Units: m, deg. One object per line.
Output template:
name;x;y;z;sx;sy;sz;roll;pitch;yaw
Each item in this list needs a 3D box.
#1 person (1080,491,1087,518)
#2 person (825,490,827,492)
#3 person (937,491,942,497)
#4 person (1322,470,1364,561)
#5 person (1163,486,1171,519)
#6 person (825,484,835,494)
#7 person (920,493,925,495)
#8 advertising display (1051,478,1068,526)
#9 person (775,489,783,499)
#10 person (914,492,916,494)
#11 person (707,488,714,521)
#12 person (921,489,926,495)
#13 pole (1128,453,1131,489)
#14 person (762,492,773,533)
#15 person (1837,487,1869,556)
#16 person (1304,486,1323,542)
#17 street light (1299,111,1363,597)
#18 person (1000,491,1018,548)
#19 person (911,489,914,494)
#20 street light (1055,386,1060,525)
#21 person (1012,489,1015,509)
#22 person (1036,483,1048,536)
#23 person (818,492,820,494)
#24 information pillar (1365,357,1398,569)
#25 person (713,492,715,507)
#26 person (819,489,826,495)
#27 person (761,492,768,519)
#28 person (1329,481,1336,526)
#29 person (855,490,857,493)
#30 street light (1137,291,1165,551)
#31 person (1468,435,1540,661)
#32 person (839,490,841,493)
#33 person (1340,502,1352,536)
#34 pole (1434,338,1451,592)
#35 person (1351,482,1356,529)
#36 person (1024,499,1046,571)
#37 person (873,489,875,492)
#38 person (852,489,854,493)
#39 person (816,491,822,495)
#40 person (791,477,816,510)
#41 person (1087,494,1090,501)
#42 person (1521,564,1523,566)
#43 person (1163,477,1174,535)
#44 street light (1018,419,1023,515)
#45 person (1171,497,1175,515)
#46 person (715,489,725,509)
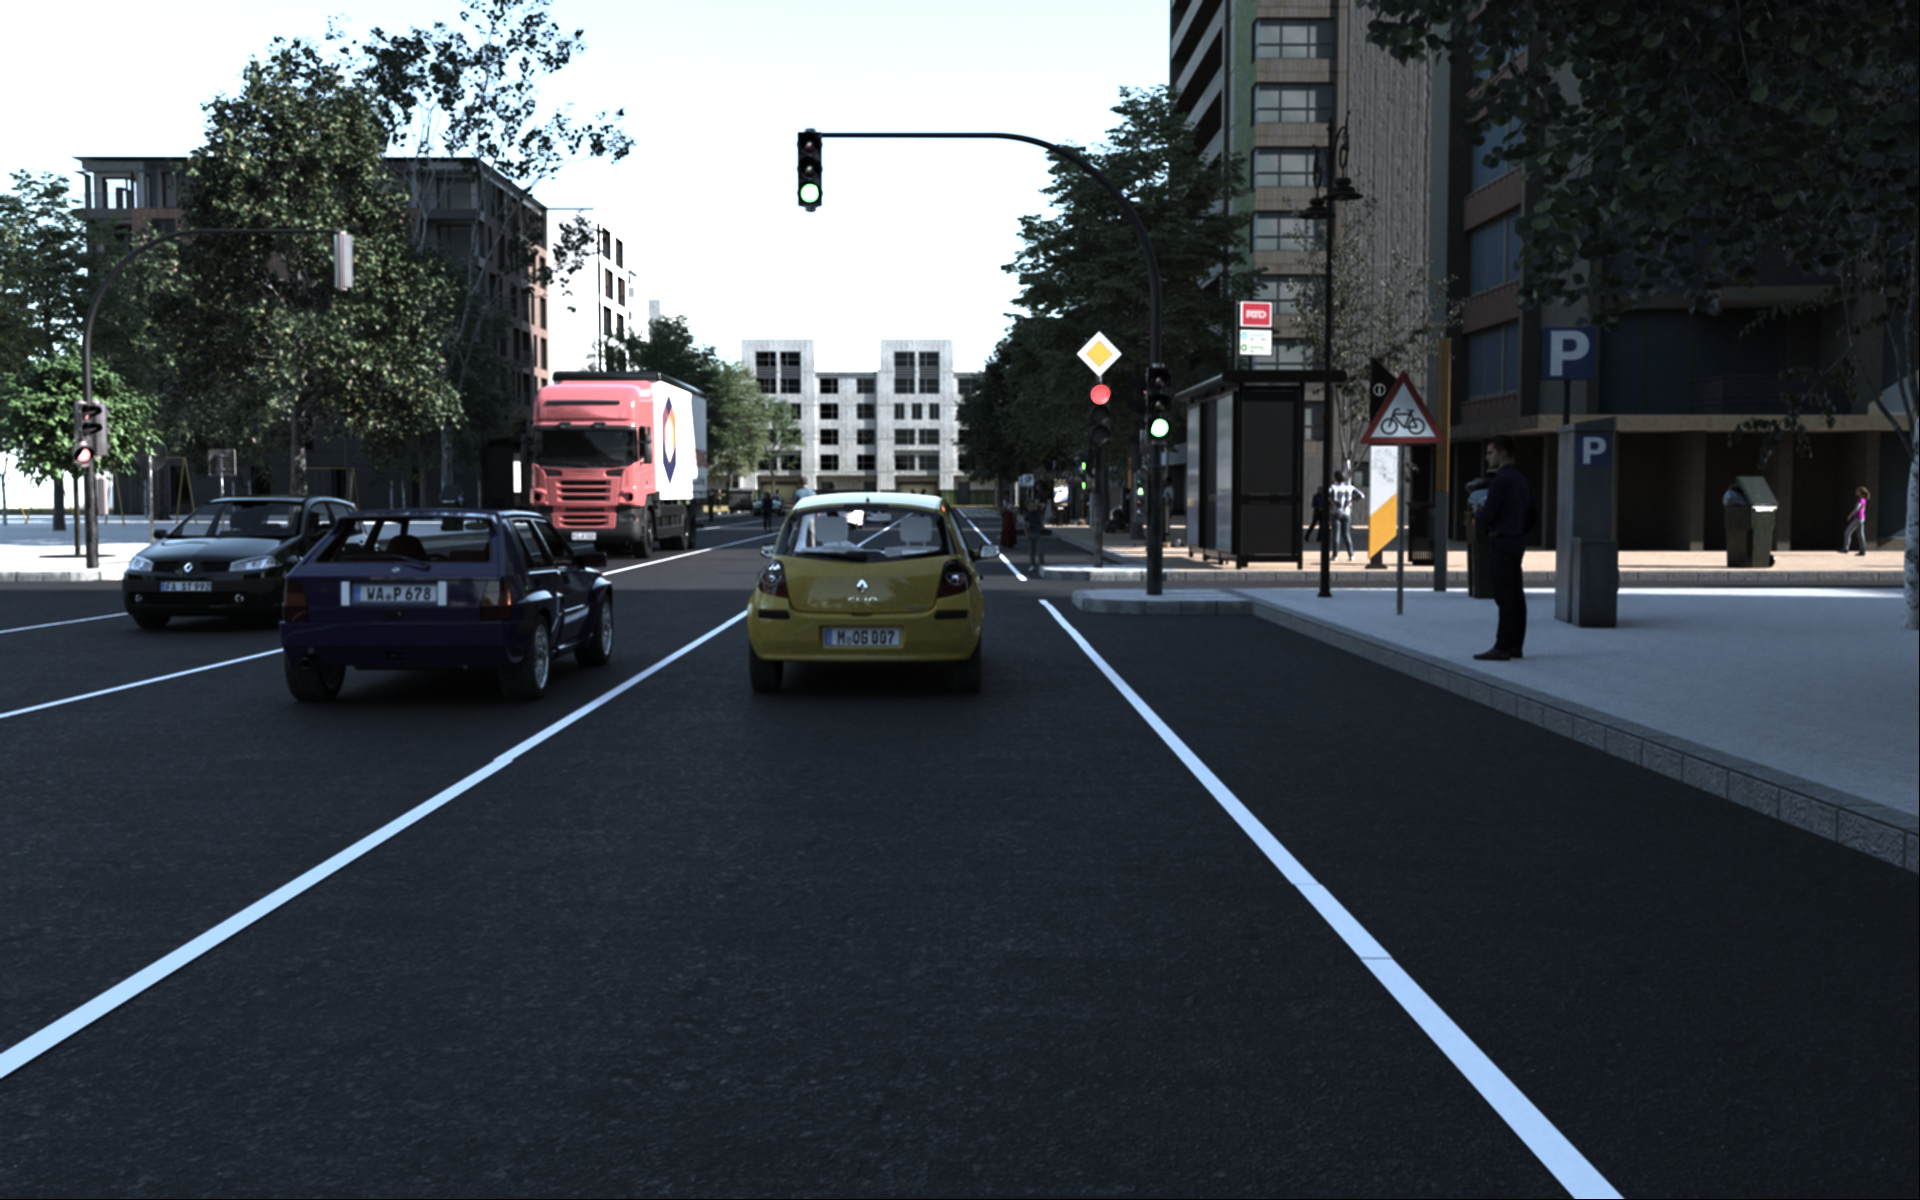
person;6.354;-4.935;89.203;0.387;1.526;0.523;-1;4;-16
person;-12.711;-9.516;164.088;1.348;1.824;0.705;-3;5;-44
person;-2.123;-9.761;168.923;0.721;1.723;1.217;-2;4;-33
person;7.334;-1.627;33.362;0.841;1.734;0.376;0;4;-6
person;10.630;-5.047;89.267;0.576;1.737;0.504;1;4;19
person;-4.112;-2.945;57.097;0.568;1.767;0.683;3;5;39
person;-2.636;-7.314;128.538;0.568;1.767;0.683;3;4;39
advertising display;3.993;-3.915;69.230;0.123;1.923;0.974;3;5;41
person;-15.693;-8.591;148.921;0.705;1.831;1.348;-3;5;-44
person;-4.063;-8.610;150.737;0.593;1.643;0.415;-2;4;-30
person;-13.170;-4.985;90.814;0.742;1.727;0.445;2;4;35
person;-2.133;-5.759;103.346;0.600;1.739;0.565;-2;4;-29
pole;6.518;-4.441;66.454;0.158;3.312;0.155;0;3;0
person;-7.072;-3.228;63.813;0.480;1.512;0.613;-3;4;-39
person;18.512;-1.633;35.983;0.776;1.435;0.726;2;4;35
person;9.605;-2.306;46.444;0.574;1.496;0.600;-1;4;-9
street light;4.552;-2.976;21.441;0.468;5.910;1.993;0;4;-1
person;1.293;-2.162;46.311;0.387;1.526;0.523;2;4;33
person;-3.796;-8.028;139.714;0.705;1.831;1.348;3;5;42
street light;4.067;-6.087;72.315;0.468;5.910;1.993;0;4;-1
person;4.618;-8.768;150.318;0.541;1.710;0.530;-3;5;-44
person;2.673;-3.001;57.690;0.434;1.807;0.598;3;5;42
person;-14.273;-10.081;174.797;0.593;1.643;0.415;1;4;23
information pillar;7.231;-2.342;29.646;0.504;3.616;0.183;0;4;-4
person;-24.831;-10.224;173.344;0.705;1.807;1.348;1;4;18
person;-8.189;-5.773;103.617;0.841;1.734;0.376;-3;4;-38
person;-10.965;-5.335;97.943;0.614;1.554;0.590;1;4;20
person;14.834;-3.832;68.827;0.598;1.807;0.434;1;4;19
person;-10.055;-9.698;167.077;0.705;1.821;1.348;-1;4;-17
street light;4.289;-4.055;39.080;0.468;5.910;1.993;0;4;-1
person;4.203;-0.415;13.525;0.504;1.737;0.576;2;4;32
person;-12.365;-10.486;179.809;0.599;1.838;0.709;0;4;6
person;11.874;-2.725;53.289;0.574;1.496;0.600;3;5;42
pole;6.349;-1.771;22.792;0.158;3.312;0.155;0;3;0
person;14.408;-3.493;63.854;0.504;1.737;0.576;1;4;13
person;1.409;-1.208;32.155;0.435;1.345;0.340;0;4;-3
person;-6.724;-7.724;134.804;0.705;1.822;1.348;2;4;27
person;-8.654;-8.079;140.617;1.348;1.821;0.705;0;4;-3
person;-13.130;-9.267;160.823;0.742;1.727;0.445;1;4;14
person;-3.341;-1.765;37.493;0.598;1.807;0.434;0;4;-1
person;9.942;-7.550;130.039;0.990;1.755;0.434;2;4;32
person;9.831;-1.266;30.658;0.340;1.345;0.435;1;4;11
person;6.363;-2.911;53.786;0.789;1.805;0.875;-1;4;-9
street light;3.702;-8.073;104.774;0.468;5.910;1.993;0;4;-1
person;11.825;-5.476;97.779;0.569;1.553;0.471;1;4;12
person;-20.936;-8.856;151.376;0.750;1.759;0.617;-3;5;-45
